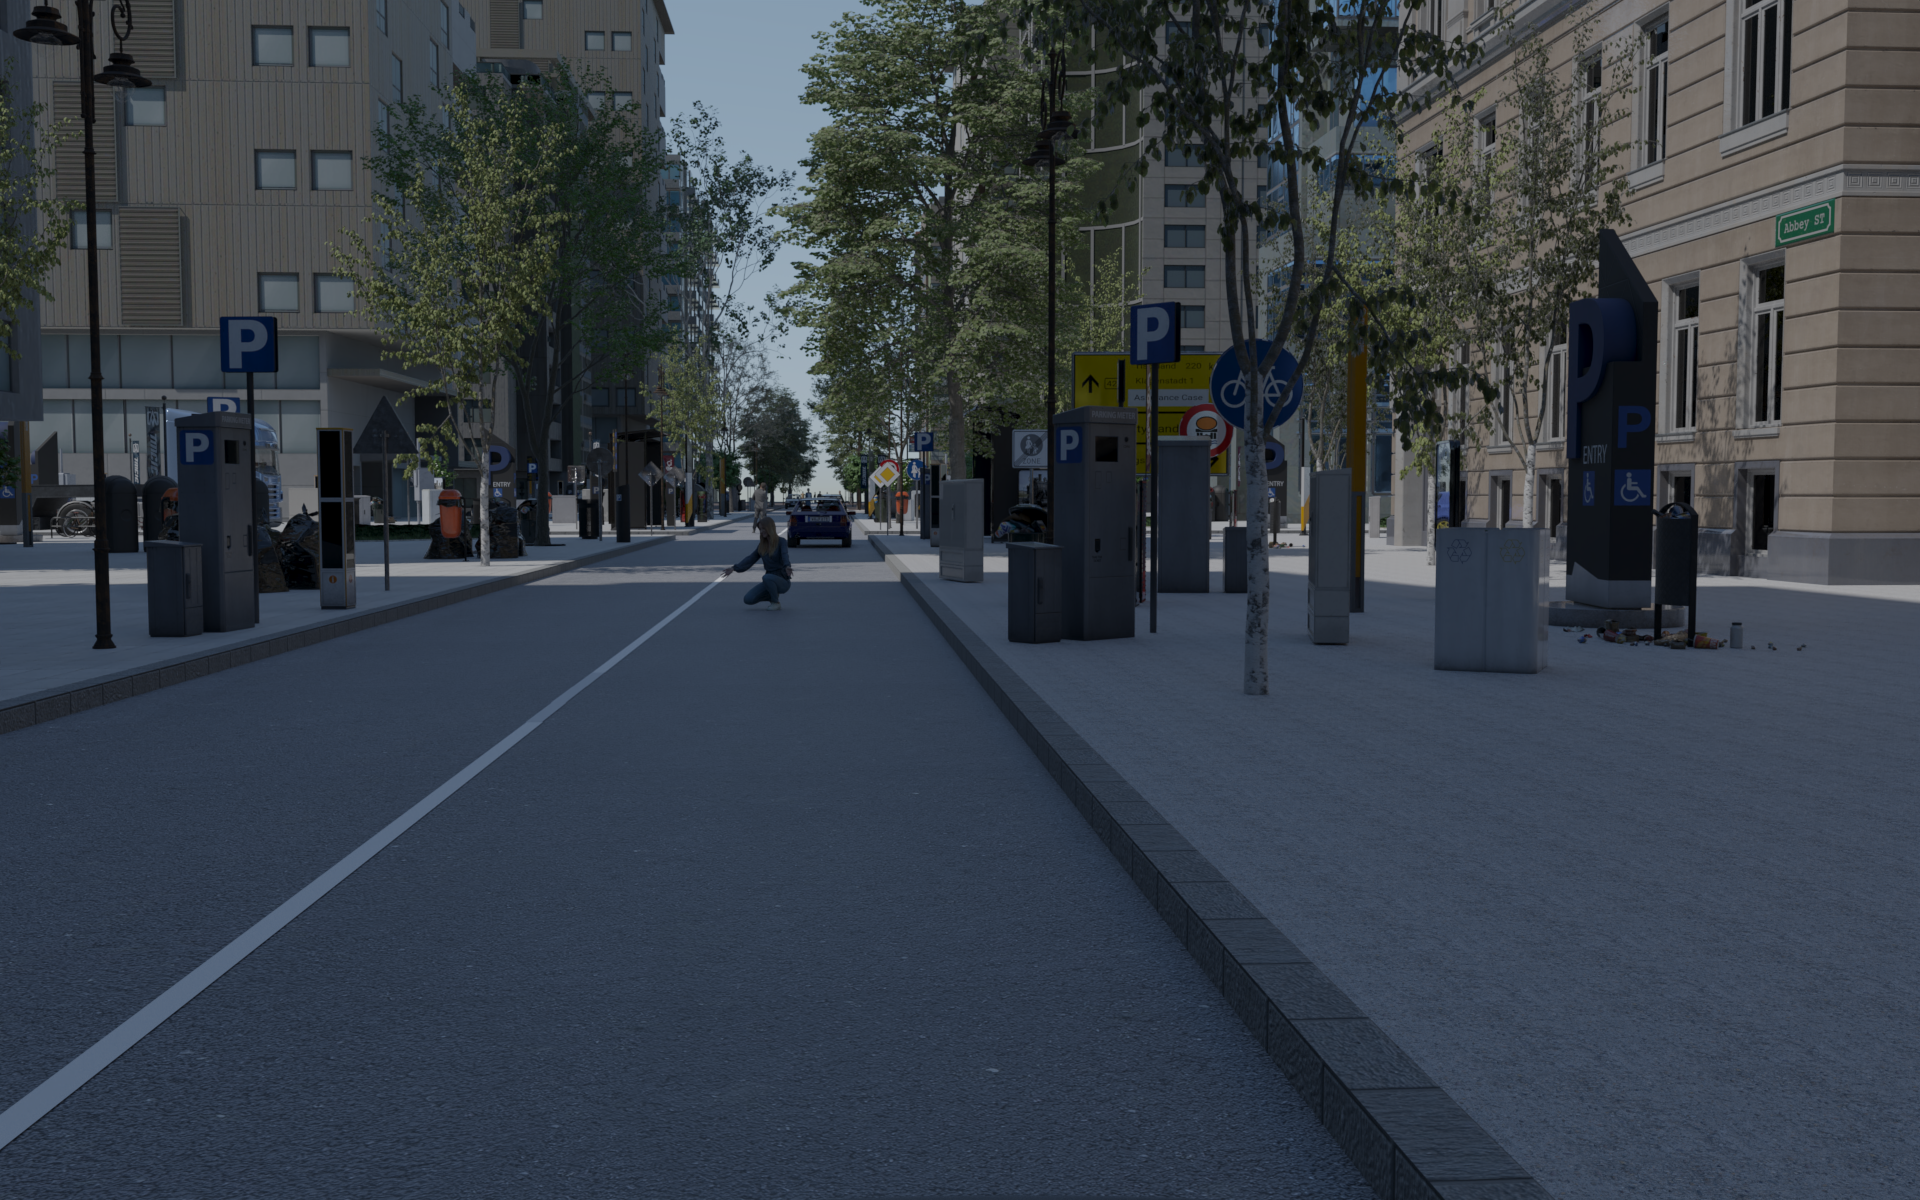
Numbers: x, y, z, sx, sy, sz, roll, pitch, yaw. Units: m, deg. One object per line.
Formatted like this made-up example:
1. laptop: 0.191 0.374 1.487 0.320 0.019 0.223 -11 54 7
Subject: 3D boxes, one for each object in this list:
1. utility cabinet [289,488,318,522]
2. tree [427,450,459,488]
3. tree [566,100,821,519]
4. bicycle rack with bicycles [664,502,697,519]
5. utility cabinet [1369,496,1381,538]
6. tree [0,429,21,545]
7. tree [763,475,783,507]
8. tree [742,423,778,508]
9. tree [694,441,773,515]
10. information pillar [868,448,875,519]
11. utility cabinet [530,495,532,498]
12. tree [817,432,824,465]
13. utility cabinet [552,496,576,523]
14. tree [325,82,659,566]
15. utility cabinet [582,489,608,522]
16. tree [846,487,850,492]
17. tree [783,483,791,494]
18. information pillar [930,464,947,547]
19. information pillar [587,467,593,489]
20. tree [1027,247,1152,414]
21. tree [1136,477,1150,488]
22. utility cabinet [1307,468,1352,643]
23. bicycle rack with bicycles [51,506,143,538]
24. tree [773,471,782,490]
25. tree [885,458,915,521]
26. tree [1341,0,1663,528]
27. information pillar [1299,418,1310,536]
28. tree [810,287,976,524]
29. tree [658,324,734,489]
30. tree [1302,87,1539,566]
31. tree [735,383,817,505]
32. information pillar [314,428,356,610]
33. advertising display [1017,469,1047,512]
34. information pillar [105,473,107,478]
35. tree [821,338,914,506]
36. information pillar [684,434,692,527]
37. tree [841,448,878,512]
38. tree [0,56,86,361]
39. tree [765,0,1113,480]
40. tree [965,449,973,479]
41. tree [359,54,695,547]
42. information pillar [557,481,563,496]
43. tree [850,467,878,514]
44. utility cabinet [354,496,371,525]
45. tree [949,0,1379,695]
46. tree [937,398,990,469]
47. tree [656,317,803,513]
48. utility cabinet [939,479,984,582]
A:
1. utility cabinet: -24.769 -3.481 65.594 1.173 1.500 0.318 0 4 1
2. tree: -23.308 -5.029 76.822 1.663 3.219 1.824 0 3 0
3. tree: -13.478 -14.088 86.229 12.611 20.169 13.585 0 3 0
4. bicycle rack with bicycles: -15.251 -4.772 91.406 2.925 0.926 2.852 3 5 41
5. utility cabinet: 12.190 -2.436 50.985 0.306 1.237 1.020 1 4 11
6. tree: -24.559 -3.034 44.205 1.663 3.219 1.824 0 3 0
7. tree: -19.357 -11.110 176.243 1.663 3.219 1.824 0 3 0
8. tree: -17.919 -12.779 159.292 4.360 8.622 3.978 0 3 0
9. tree: -14.875 -7.574 107.542 4.285 4.588 4.351 0 3 0
10. information pillar: -4.479 -5.900 87.821 0.183 3.616 0.504 2 4 29
11. utility cabinet: -25.434 -5.703 104.399 1.020 1.237 0.306 2 4 24
12. tree: -25.807 -21.827 263.532 9.857 13.997 8.962 0 3 0
13. utility cabinet: -17.306 -3.950 75.746 1.020 1.237 0.306 -1 4 -12
14. tree: -8.682 -4.921 30.816 4.737 8.622 4.395 0 3 0
15. utility cabinet: -16.780 -4.349 79.785 1.173 1.500 0.318 0 3 0
16. tree: -13.435 -13.770 219.739 1.663 3.219 1.824 0 3 0
17. tree: -25.100 -15.359 245.715 1.663 3.219 1.824 0 3 0
18. information pillar: -0.520 -2.287 41.892 0.304 2.012 0.304 2 4 31
19. information pillar: -20.222 -6.319 94.665 0.504 3.616 0.183 3 5 45
20. tree: 3.960 -6.230 52.215 4.737 8.622 4.395 0 3 0
21. tree: 8.737 -5.567 85.614 1.663 3.219 1.824 0 3 0
22. utility cabinet: 3.222 -0.399 15.198 0.318 1.500 1.173 1 4 9
23. bicycle rack with bicycles: -25.545 -2.316 51.251 2.925 0.926 2.852 1 4 11
24. tree: -21.102 -12.489 187.909 4.285 4.588 4.351 0 3 0
25. tree: -2.804 -5.428 83.353 1.663 3.219 1.824 0 3 0
26. tree: 8.383 -4.611 25.752 4.360 8.622 3.978 0 3 0
27. information pillar: 10.658 -3.795 53.404 0.183 3.616 0.504 2 4 34
28. tree: -2.820 -8.591 74.868 8.767 10.594 7.601 1 4 21
29. tree: -11.777 -7.601 74.642 4.737 8.622 4.395 0 3 0
30. tree: 8.220 -4.923 30.856 4.737 8.622 4.395 0 3 0
31. tree: -21.727 -17.922 199.674 9.857 13.997 8.962 0 3 0
32. information pillar: -6.946 -0.906 19.297 0.304 2.012 0.304 0 4 1
33. advertising display: 1.949 -2.399 44.430 0.974 1.923 0.123 1 4 22
34. information pillar: -29.983 -3.427 60.524 0.304 2.012 0.304 -3 5 -43
35. tree: -10.185 -20.248 186.943 12.611 20.169 13.585 0 3 0
36. information pillar: -10.582 -4.659 67.523 0.183 3.616 0.504 1 4 13
37. tree: -6.758 -8.531 123.191 4.285 4.588 4.351 0 3 0
38. tree: -16.577 -4.786 28.614 4.737 8.622 4.395 0 3 0
39. tree: -0.354 -7.145 34.950 7.486 12.596 7.792 0 3 0
40. tree: 1.088 -7.814 111.469 4.285 4.588 4.351 0 3 0
41. tree: -10.341 -7.122 42.208 9.928 11.665 9.643 0 3 0
42. information pillar: -22.328 -5.646 96.806 0.304 2.012 0.304 -1 4 -16
43. tree: -5.615 -7.063 110.083 1.663 3.219 1.824 0 3 0
44. utility cabinet: -24.250 -3.588 69.828 0.306 1.237 1.020 2 4 29
45. tree: 1.793 -3.687 10.650 4.360 8.622 3.978 0 3 0
46. tree: 0.281 -10.254 118.018 4.737 8.622 4.395 0 3 0
47. tree: -16.086 -12.835 120.216 12.009 13.543 11.850 0 3 0
48. utility cabinet: 0.003 -1.028 25.488 0.318 1.500 1.173 -1 4 -19
